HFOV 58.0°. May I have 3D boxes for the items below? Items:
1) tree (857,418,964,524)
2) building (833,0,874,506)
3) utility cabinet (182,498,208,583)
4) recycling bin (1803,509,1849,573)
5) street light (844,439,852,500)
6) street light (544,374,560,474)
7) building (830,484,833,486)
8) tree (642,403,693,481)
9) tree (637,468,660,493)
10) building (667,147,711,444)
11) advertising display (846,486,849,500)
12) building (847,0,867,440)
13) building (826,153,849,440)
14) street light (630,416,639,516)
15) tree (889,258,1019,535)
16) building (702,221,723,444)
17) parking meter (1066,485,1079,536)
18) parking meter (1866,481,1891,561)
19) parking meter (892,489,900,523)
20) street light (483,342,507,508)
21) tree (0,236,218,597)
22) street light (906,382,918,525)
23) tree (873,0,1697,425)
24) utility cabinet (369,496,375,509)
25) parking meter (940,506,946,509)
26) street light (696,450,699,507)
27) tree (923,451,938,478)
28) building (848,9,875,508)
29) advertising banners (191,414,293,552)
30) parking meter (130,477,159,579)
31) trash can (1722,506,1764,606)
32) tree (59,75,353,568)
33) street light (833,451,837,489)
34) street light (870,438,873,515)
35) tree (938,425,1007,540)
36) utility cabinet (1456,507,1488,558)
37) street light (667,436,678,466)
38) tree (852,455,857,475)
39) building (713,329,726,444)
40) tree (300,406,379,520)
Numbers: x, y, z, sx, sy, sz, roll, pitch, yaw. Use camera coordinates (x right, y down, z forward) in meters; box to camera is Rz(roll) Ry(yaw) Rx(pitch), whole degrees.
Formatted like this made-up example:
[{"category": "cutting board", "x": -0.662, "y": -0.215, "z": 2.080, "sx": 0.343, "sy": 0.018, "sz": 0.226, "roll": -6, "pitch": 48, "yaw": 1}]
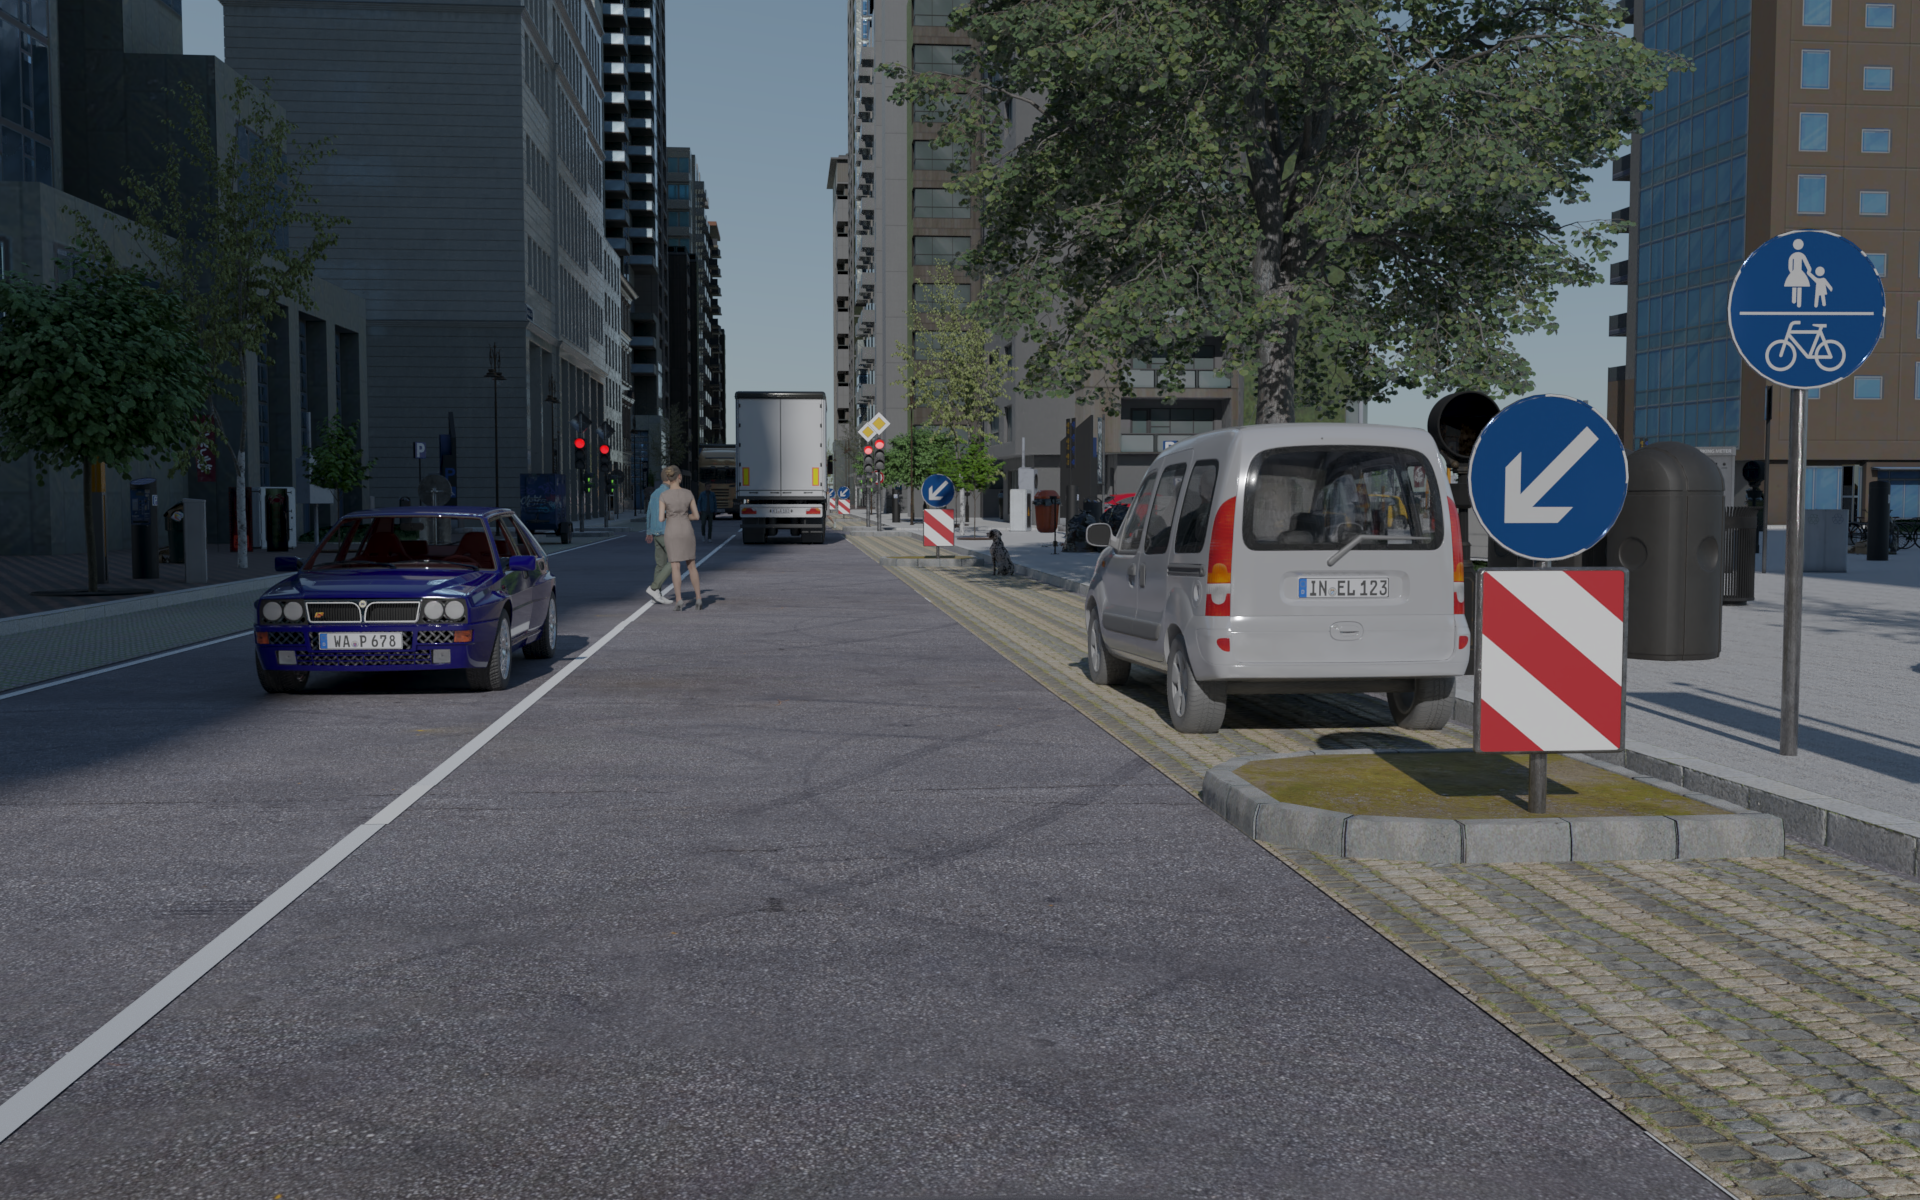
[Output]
[{"category": "tree", "x": -1.461, "y": -5.604, "z": 75.331, "sx": 4.285, "sy": 4.588, "sz": 4.351, "roll": 0, "pitch": 3, "yaw": 0}, {"category": "building", "x": -3.336, "y": -54.337, "z": 201.075, "sx": 22.319, "sy": 86.520, "sz": 31.000, "roll": 0, "pitch": 4, "yaw": -6}, {"category": "utility cabinet", "x": -11.228, "y": -0.874, "z": 25.454, "sx": 0.306, "sy": 1.237, "sz": 1.020, "roll": -1, "pitch": 4, "yaw": -22}, {"category": "recycling bin", "x": 14.186, "y": -0.982, "z": 28.617, "sx": 0.722, "sy": 1.027, "sz": 0.722, "roll": 1, "pitch": 4, "yaw": 11}, {"category": "street light", "x": -9.781, "y": -10.755, "z": 148.629, "sx": 0.468, "sy": 5.910, "sz": 1.993, "roll": 0, "pitch": 4, "yaw": -6}, {"category": "street light", "x": -15.650, "y": -5.738, "z": 66.599, "sx": 0.468, "sy": 5.910, "sz": 1.993, "roll": 0, "pitch": 4, "yaw": -6}, {"category": "building", "x": -7.096, "y": -36.611, "z": 290.475, "sx": 32.217, "sy": 40.220, "sz": 23.993, "roll": 0, "pitch": 4, "yaw": -6}, {"category": "tree", "x": -23.355, "y": -11.527, "z": 138.824, "sx": 4.360, "sy": 8.622, "sz": 3.978, "roll": 0, "pitch": 3, "yaw": 0}, {"category": "tree", "x": -22.530, "y": -8.004, "z": 125.475, "sx": 1.663, "sy": 3.219, "sz": 1.824, "roll": 0, "pitch": 3, "yaw": 0}, {"category": "building", "x": -45.959, "y": -37.873, "z": 238.824, "sx": 23.786, "sy": 49.044, "sz": 30.456, "roll": 0, "pitch": 4, "yaw": -6}, {"category": "advertising display", "x": -8.965, "y": -8.133, "z": 138.184, "sx": 0.123, "sy": 1.923, "sz": 0.974, "roll": -1, "pitch": 4, "yaw": -14}, {"category": "building", "x": -7.066, "y": -48.995, "z": 239.318, "sx": 20.563, "sy": 71.187, "sz": 20.611, "roll": 0, "pitch": 4, "yaw": -6}, {"category": "building", "x": -5.558, "y": -41.296, "z": 264.421, "sx": 28.713, "sy": 52.752, "sz": 27.495, "roll": 0, "pitch": 4, "yaw": -6}, {"category": "street light", "x": -18.949, "y": -7.836, "z": 100.901, "sx": 0.468, "sy": 5.910, "sz": 1.993, "roll": 0, "pitch": 4, "yaw": -6}, {"category": "tree", "x": -0.013, "y": -6.313, "z": 53.578, "sx": 4.737, "sy": 8.622, "sz": 4.395, "roll": 0, "pitch": 3, "yaw": 0}, {"category": "building", "x": -48.263, "y": -37.545, "z": 268.479, "sx": 22.147, "sy": 44.769, "sz": 28.867, "roll": 0, "pitch": 4, "yaw": -6}, {"category": "parking meter", "x": 3.191, "y": -2.498, "z": 49.252, "sx": 0.372, "sy": 1.533, "sz": 0.369, "roll": 0, "pitch": 3, "yaw": 0}, {"category": "parking meter", "x": 17.715, "y": -1.528, "z": 33.398, "sx": 0.372, "sy": 1.533, "sz": 0.369, "roll": 0, "pitch": 3, "yaw": 0}, {"category": "parking meter", "x": -2.861, "y": -4.232, "z": 77.598, "sx": 0.372, "sy": 1.533, "sz": 0.369, "roll": 0, "pitch": 3, "yaw": 0}, {"category": "street light", "x": -14.146, "y": -4.896, "z": 52.837, "sx": 0.468, "sy": 5.910, "sz": 1.993, "roll": 0, "pitch": 4, "yaw": -6}, {"category": "tree", "x": -11.228, "y": -2.360, "z": 22.295, "sx": 4.285, "sy": 4.588, "sz": 4.351, "roll": 0, "pitch": 3, "yaw": 0}, {"category": "street light", "x": -1.995, "y": -6.030, "z": 71.382, "sx": 0.468, "sy": 5.910, "sz": 1.993, "roll": 0, "pitch": 4, "yaw": -6}, {"category": "tree", "x": 3.881, "y": -6.968, "z": 20.577, "sx": 9.857, "sy": 13.997, "sz": 8.962, "roll": 0, "pitch": 3, "yaw": 0}, {"category": "utility cabinet", "x": -42.755, "y": -7.032, "z": 126.137, "sx": 0.306, "sy": 1.237, "sz": 1.020, "roll": -1, "pitch": 4, "yaw": -19}, {"category": "parking meter", "x": -0.744, "y": -3.971, "z": 73.331, "sx": 0.372, "sy": 1.533, "sz": 0.369, "roll": 0, "pitch": 3, "yaw": 0}, {"category": "street light", "x": -26.803, "y": -12.501, "z": 177.184, "sx": 0.468, "sy": 5.910, "sz": 1.993, "roll": 0, "pitch": 4, "yaw": -6}, {"category": "tree", "x": -0.659, "y": -4.402, "z": 66.573, "sx": 1.663, "sy": 3.219, "sz": 1.824, "roll": 0, "pitch": 3, "yaw": 0}, {"category": "building", "x": 1.027, "y": -33.775, "z": 171.832, "sx": 23.786, "sy": 49.044, "sz": 30.456, "roll": 0, "pitch": 4, "yaw": -6}, {"category": "advertising banners", "x": -15.874, "y": -2.573, "z": 38.259, "sx": 2.074, "sy": 3.025, "sz": 0.090, "roll": -1, "pitch": 4, "yaw": -12}, {"category": "parking meter", "x": -12.370, "y": -1.092, "z": 26.271, "sx": 0.372, "sy": 1.533, "sz": 0.369, "roll": 0, "pitch": 3, "yaw": 0}, {"category": "trash can", "x": 8.866, "y": -0.512, "z": 20.025, "sx": 0.748, "sy": 1.137, "sz": 0.748, "roll": 0, "pitch": 3, "yaw": 0}, {"category": "tree", "x": -12.744, "y": -4.866, "z": 29.925, "sx": 4.737, "sy": 8.622, "sz": 4.395, "roll": 0, "pitch": 3, "yaw": 0}, {"category": "street light", "x": -13.283, "y": -12.905, "z": 183.777, "sx": 0.468, "sy": 5.910, "sz": 1.993, "roll": 0, "pitch": 4, "yaw": -6}, {"category": "street light", "x": -5.428, "y": -8.142, "z": 105.913, "sx": 0.468, "sy": 5.910, "sz": 1.993, "roll": 0, "pitch": 4, "yaw": -6}, {"category": "tree", "x": 0.384, "y": -3.306, "z": 48.654, "sx": 1.663, "sy": 3.219, "sz": 1.824, "roll": 0, "pitch": 3, "yaw": 0}, {"category": "utility cabinet", "x": 10.403, "y": -1.589, "z": 34.665, "sx": 0.318, "sy": 1.500, "sz": 1.173, "roll": -1, "pitch": 4, "yaw": -19}, {"category": "street light", "x": -22.547, "y": -9.932, "z": 135.173, "sx": 0.468, "sy": 5.910, "sz": 1.993, "roll": 0, "pitch": 4, "yaw": -6}, {"category": "tree", "x": -5.293, "y": -7.742, "z": 110.299, "sx": 4.285, "sy": 4.588, "sz": 4.351, "roll": 0, "pitch": 3, "yaw": 0}, {"category": "building", "x": -46.558, "y": -31.743, "z": 290.705, "sx": 14.160, "sy": 30.474, "sz": 14.107, "roll": 0, "pitch": 4, "yaw": -6}, {"category": "tree", "x": -13.577, "y": -2.663, "z": 38.144, "sx": 1.663, "sy": 3.219, "sz": 1.824, "roll": 0, "pitch": 3, "yaw": 0}]
